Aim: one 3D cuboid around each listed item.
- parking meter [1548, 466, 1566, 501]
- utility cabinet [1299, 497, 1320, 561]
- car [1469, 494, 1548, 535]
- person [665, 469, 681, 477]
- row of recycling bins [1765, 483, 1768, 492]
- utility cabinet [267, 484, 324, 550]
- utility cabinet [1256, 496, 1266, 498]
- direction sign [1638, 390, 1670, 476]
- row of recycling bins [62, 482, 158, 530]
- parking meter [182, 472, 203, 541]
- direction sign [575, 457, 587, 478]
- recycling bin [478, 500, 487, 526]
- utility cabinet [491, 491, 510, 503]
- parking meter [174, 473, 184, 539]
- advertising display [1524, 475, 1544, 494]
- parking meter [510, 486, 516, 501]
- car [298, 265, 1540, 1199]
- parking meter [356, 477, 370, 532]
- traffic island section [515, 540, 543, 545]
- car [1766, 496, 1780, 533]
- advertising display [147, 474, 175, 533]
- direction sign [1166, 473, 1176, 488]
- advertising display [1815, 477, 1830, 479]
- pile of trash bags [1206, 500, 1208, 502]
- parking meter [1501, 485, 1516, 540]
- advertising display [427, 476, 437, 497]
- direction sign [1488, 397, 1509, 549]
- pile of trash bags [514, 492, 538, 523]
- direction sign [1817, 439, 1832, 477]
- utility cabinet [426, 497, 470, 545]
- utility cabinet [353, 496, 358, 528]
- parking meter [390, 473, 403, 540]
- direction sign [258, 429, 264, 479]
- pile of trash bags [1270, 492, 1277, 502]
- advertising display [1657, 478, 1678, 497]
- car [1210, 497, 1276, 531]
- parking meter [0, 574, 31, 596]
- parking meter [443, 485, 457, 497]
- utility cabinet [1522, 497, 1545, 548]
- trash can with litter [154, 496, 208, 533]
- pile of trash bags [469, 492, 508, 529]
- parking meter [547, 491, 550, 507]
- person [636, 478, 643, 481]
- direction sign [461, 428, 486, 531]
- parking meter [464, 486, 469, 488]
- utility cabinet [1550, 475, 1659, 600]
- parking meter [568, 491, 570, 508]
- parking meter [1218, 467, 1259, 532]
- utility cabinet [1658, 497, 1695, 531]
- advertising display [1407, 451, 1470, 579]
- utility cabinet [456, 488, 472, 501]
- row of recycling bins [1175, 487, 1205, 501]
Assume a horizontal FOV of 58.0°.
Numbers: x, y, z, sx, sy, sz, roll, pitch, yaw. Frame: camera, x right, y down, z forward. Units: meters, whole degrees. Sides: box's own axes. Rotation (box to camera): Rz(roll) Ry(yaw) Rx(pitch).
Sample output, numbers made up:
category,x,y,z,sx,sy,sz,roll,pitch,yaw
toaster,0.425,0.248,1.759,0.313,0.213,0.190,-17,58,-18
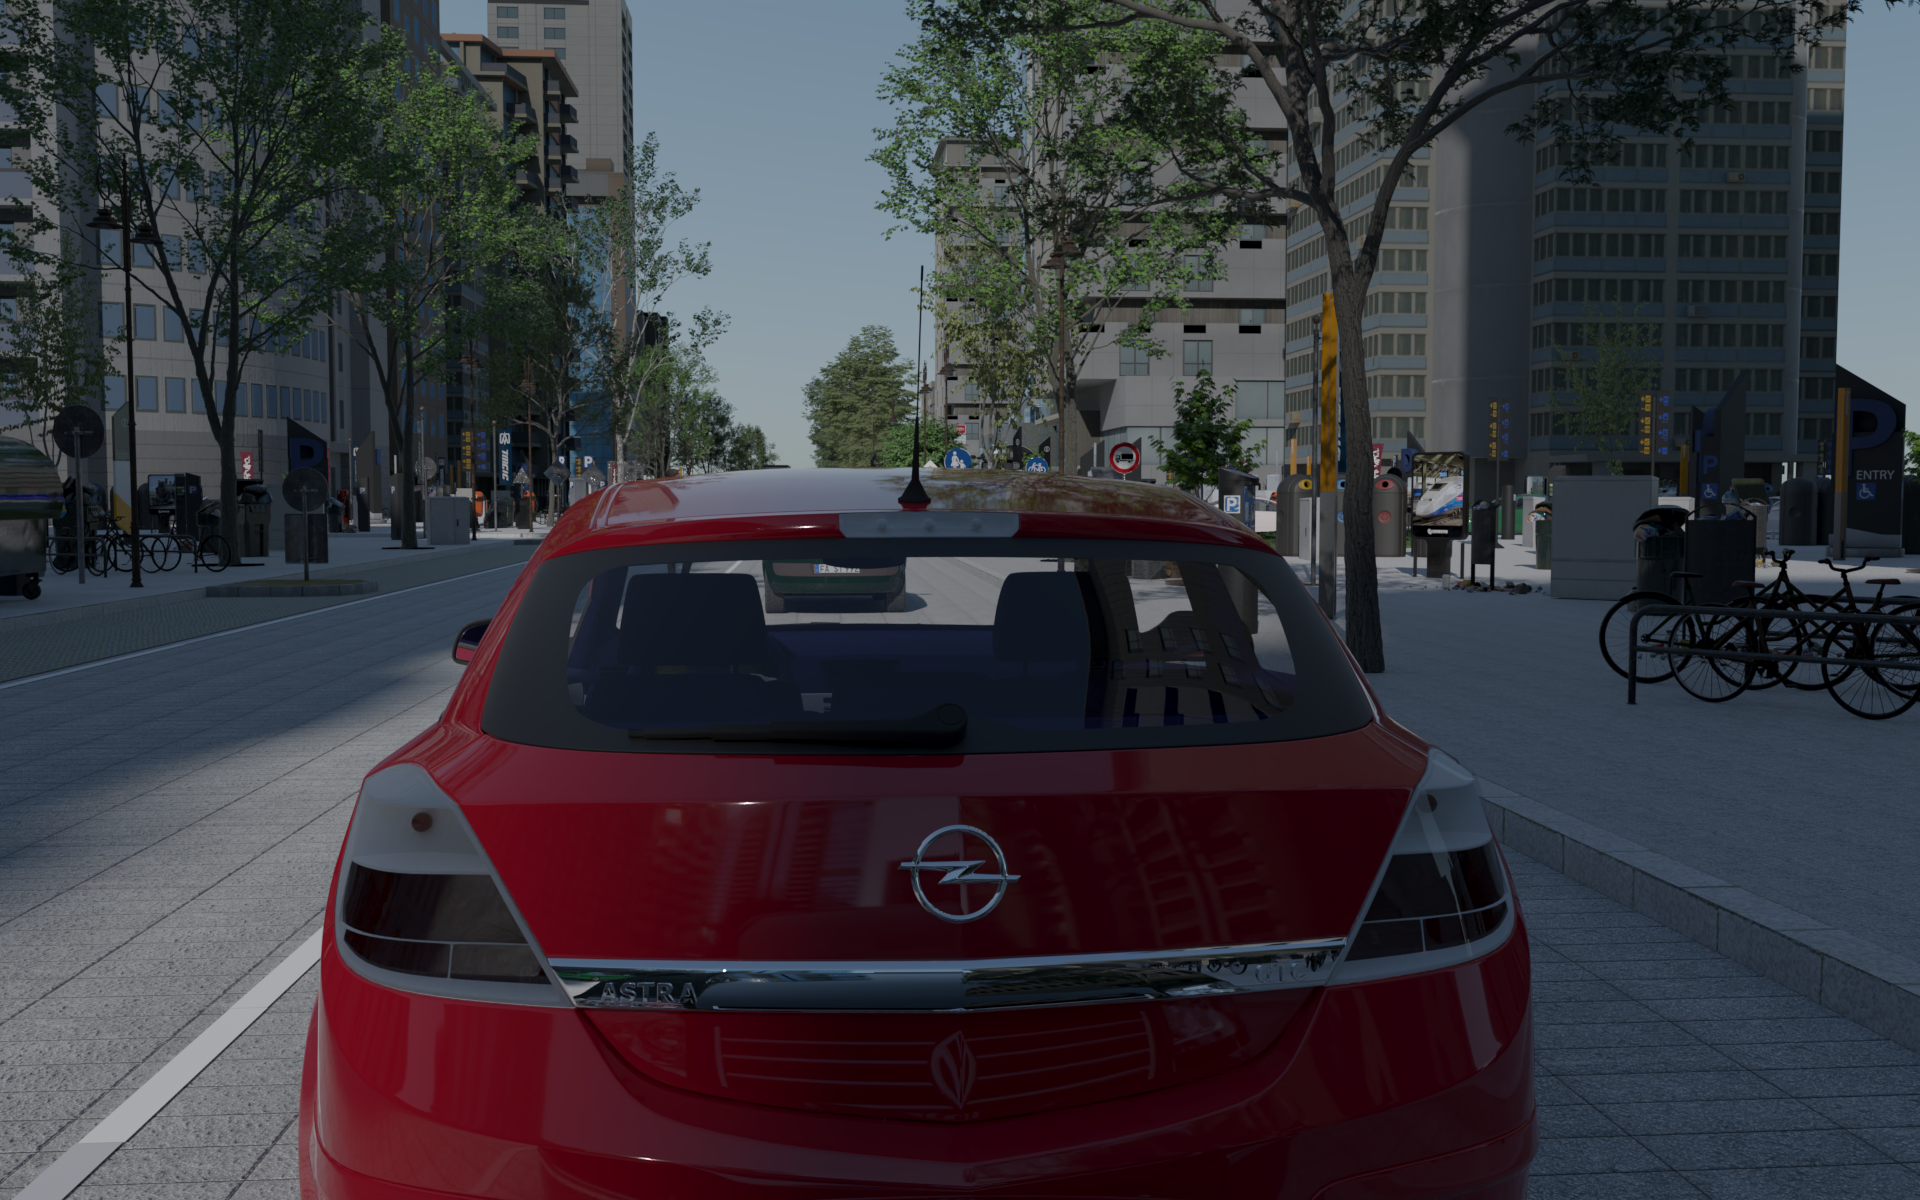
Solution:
category,x,y,z,sx,sy,sz,roll,pitch,yaw
parking meter,12.170,-1.812,35.339,0.255,1.863,0.399,2,4,33
utility cabinet,6.855,-1.386,33.816,0.306,1.237,1.020,0,4,0
car,18.400,-2.776,57.193,4.920,1.459,2.131,0,4,-5
person,-4.107,-1.023,25.402,0.473,1.802,0.592,2,4,28
row of recycling bins,29.857,-3.449,63.503,3.534,1.692,1.069,0,4,-1
utility cabinet,-15.038,-1.870,39.253,1.173,1.500,0.318,-1,4,-15
utility cabinet,11.728,-3.485,68.136,0.306,1.237,1.020,-1,4,-9
direction sign,15.165,-2.809,37.918,0.876,3.537,0.379,-2,4,-26
row of recycling bins,-30.469,-3.350,61.892,3.534,1.692,1.069,-1,4,-20
parking meter,-20.737,-2.520,46.917,0.399,1.863,0.255,-1,4,-14
direction sign,-23.026,-6.958,105.759,0.876,3.537,0.379,-1,4,-16
recycling bin,-19.662,-3.545,70.513,0.722,1.027,0.722,0,4,-7
utility cabinet,-29.753,-6.331,112.189,1.173,1.500,0.318,-1,4,-12
parking meter,-22.067,-2.650,49.034,0.255,1.863,0.399,-2,4,-29
advertising display,19.916,-3.358,60.116,0.974,1.923,0.123,-2,4,-35
parking meter,-30.890,-6.982,119.872,0.399,1.863,0.255,2,4,33
car,-0.215,0.296,4.196,2.155,1.783,4.494,0,4,-6
parking meter,-20.251,-3.245,58.770,0.399,1.863,0.255,0,4,-3
traffic island section,-11.603,-1.692,49.940,2.009,0.180,2.903,0,4,-5
car,27.529,-2.810,58.310,4.827,1.381,2.083,0,4,-7
advertising display,-25.925,-3.130,56.397,0.974,1.923,0.123,0,4,0
direction sign,12.652,-6.720,101.876,0.379,3.537,0.876,-3,4,-36
advertising display,33.095,-3.750,66.526,0.123,1.923,0.974,0,4,1
pile of trash bags,9.446,-3.222,62.435,1.912,1.369,3.447,0,3,0
parking meter,15.404,-2.461,48.646,0.372,1.533,0.369,0,3,0
advertising display,-18.693,-3.424,61.195,0.123,1.923,0.974,0,4,3
direction sign,12.670,-2.985,40.804,0.876,3.537,0.379,-3,5,-43
pile of trash bags,-20.133,-4.228,78.885,1.912,1.369,3.447,-3,4,-36
direction sign,35.805,-4.880,71.783,0.876,3.537,0.379,-2,4,-30
utility cabinet,-12.971,-2.003,43.916,1.020,1.237,0.306,-3,4,-37
utility cabinet,-22.503,-3.293,64.999,0.306,1.237,1.020,-2,4,-33
parking meter,-15.706,-2.607,48.341,0.399,1.863,0.255,3,5,43
direction sign,-24.584,-4.218,60.959,0.379,3.537,0.876,-1,4,-14
pile of trash bags,12.721,-3.846,72.635,1.912,1.369,3.447,-1,4,-14
advertising display,28.332,-3.942,69.662,0.974,1.923,0.123,0,4,4
car,9.457,-2.617,55.152,4.827,1.381,2.083,0,4,-4
parking meter,-11.986,-0.988,21.862,0.399,1.863,0.255,1,4,22
parking meter,-14.109,-2.418,47.941,0.372,1.533,0.369,0,3,0
utility cabinet,13.832,-1.871,41.747,0.306,1.237,1.020,0,4,5
trash can with litter,-26.343,-2.903,58.515,1.678,1.210,2.233,-2,4,-28
pile of trash bags,-17.862,-3.358,64.651,1.912,1.369,3.447,-1,4,-12
parking meter,-30.454,-7.346,128.520,0.372,1.533,0.369,0,3,0
person,-7.040,-1.774,37.859,0.623,1.781,0.721,-2,4,-28
direction sign,-16.846,-4.164,60.072,0.876,3.537,0.379,-3,4,-37
parking meter,-32.951,-6.731,115.757,0.255,1.863,0.399,2,4,34
utility cabinet,7.791,-0.750,20.944,1.173,1.500,0.318,3,4,39
parking meter,-21.236,-5.282,94.768,0.372,1.533,0.369,0,3,0
parking meter,2.558,-0.460,15.924,0.372,1.533,0.369,0,3,0
utility cabinet,15.148,-1.586,37.086,1.020,1.237,0.306,3,5,41
advertising display,7.308,-1.296,26.399,0.123,1.923,0.974,-3,5,-39
utility cabinet,-19.526,-3.604,67.610,1.173,1.500,0.318,-2,4,-31
row of recycling bins,9.262,-3.828,69.695,1.069,1.692,3.534,0,4,-2
